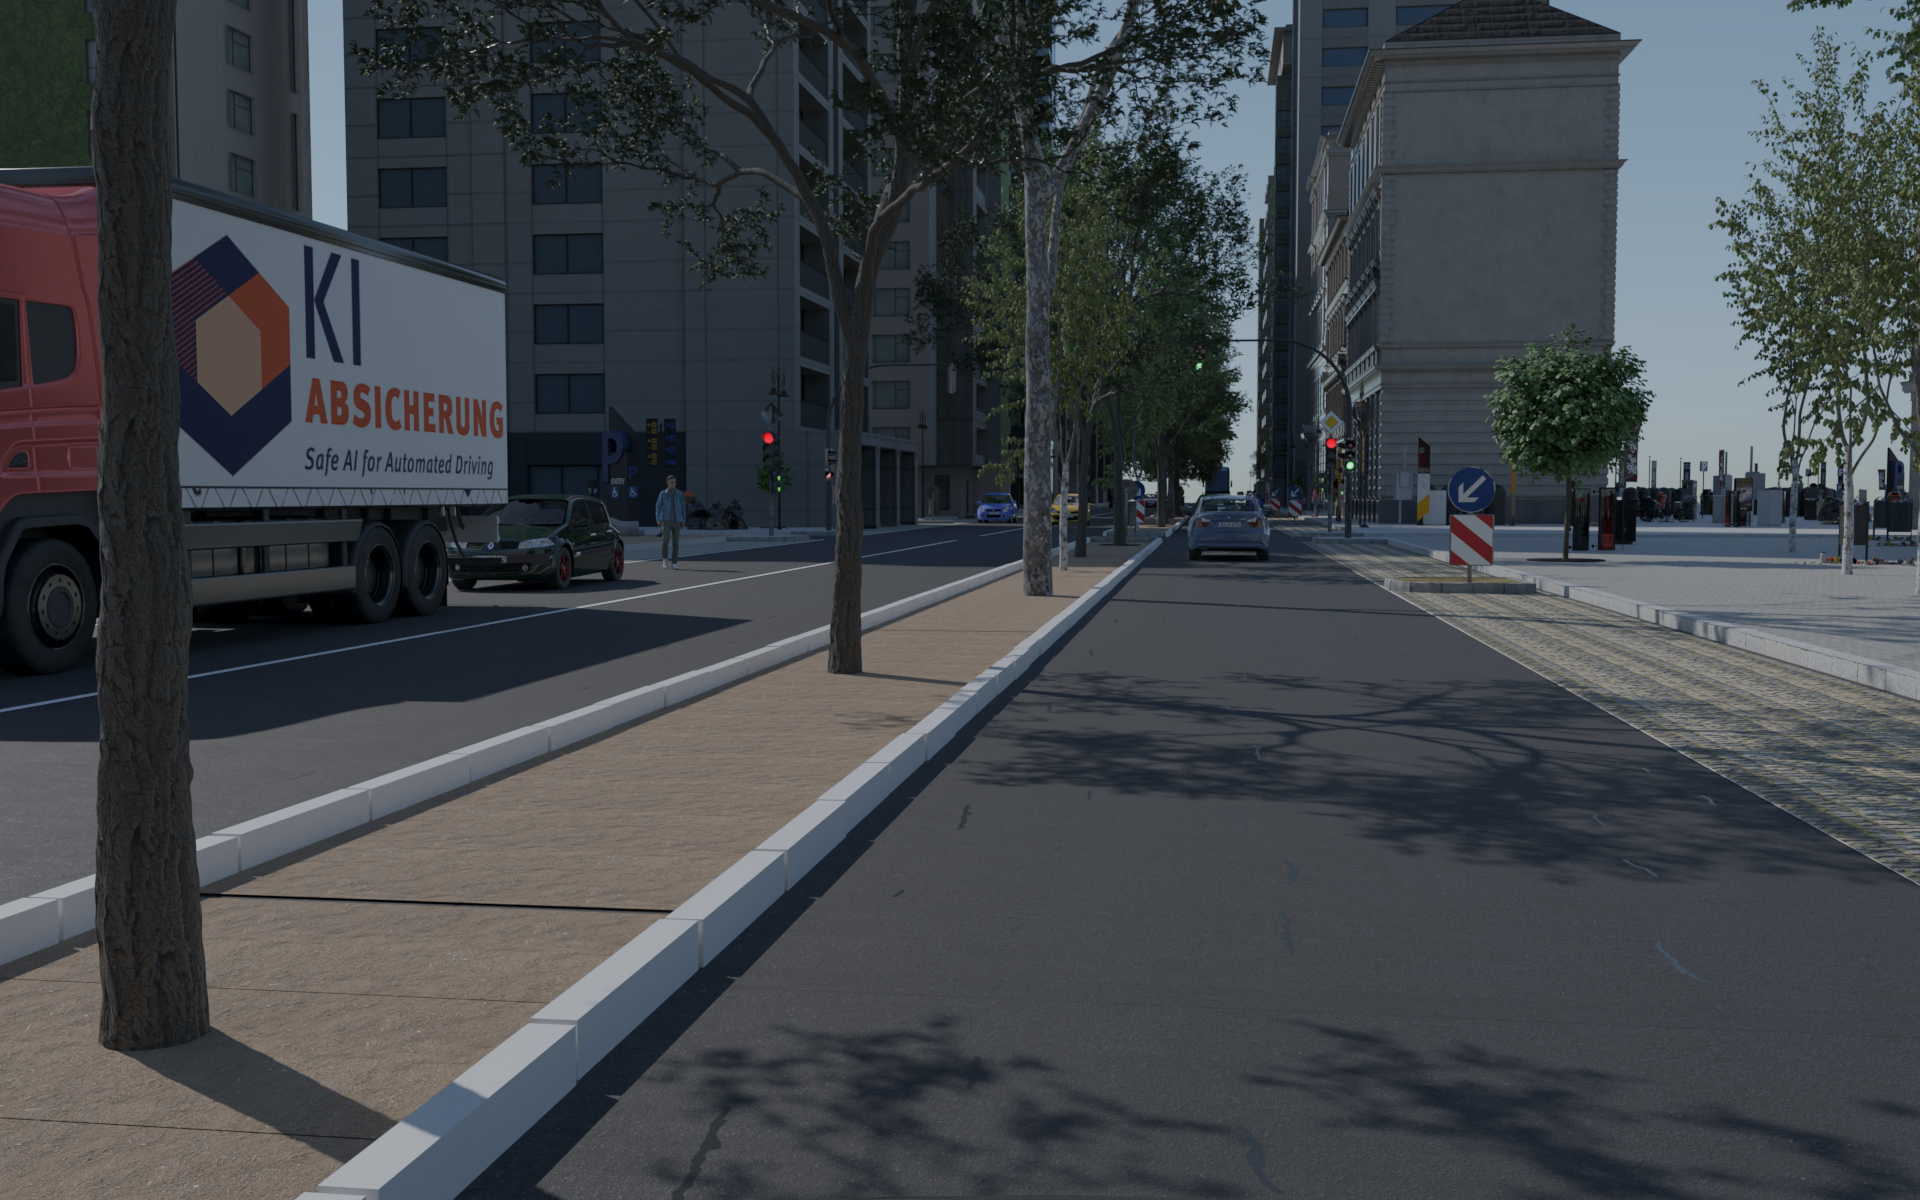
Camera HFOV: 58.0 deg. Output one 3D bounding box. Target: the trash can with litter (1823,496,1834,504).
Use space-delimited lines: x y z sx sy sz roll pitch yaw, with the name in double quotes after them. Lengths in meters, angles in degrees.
45.988 -4.884 91.238 1.055 1.170 0.624 -1 4 -19 "trash can with litter"

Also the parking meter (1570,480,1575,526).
24.739 -3.924 69.864 0.255 1.863 0.399 -3 5 -44 "parking meter"

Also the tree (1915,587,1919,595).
12.286 -4.382 22.004 4.737 8.622 4.395 0 3 0 "tree"

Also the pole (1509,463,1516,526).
22.233 -4.636 69.641 0.158 3.312 0.155 0 3 0 "pole"

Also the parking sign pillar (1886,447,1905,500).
54.214 -6.844 100.375 1.447 3.967 1.447 -3 4 -36 "parking sign pillar"

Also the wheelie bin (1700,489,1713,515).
46.128 -6.051 106.849 0.980 1.594 0.693 -2 4 -24 "wheelie bin"

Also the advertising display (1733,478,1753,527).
30.990 -3.874 68.548 0.974 1.923 0.123 -2 4 -27 "advertising display"

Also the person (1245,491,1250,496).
22.509 -7.712 135.399 0.445 1.727 0.742 1 4 20 "person"

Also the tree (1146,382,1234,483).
15.991 -13.375 127.792 9.857 13.997 8.962 0 3 0 "tree"

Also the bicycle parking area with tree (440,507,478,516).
-14.063 -3.653 46.726 9.016 4.147 8.231 0 4 -2 "bicycle parking area with tree"

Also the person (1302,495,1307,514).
22.369 -6.226 112.514 0.332 1.250 0.352 2 4 25 "person"

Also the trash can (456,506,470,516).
-15.630 -2.598 54.125 0.748 1.137 0.748 0 3 0 "trash can"

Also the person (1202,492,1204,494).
37.196 -15.611 264.460 0.721 1.735 1.217 1 4 10 "person"

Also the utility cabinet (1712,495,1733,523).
33.884 -4.007 76.672 1.020 1.237 0.306 1 4 20 "utility cabinet"

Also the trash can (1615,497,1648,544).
16.980 -1.997 44.302 0.748 1.137 0.748 0 3 0 "trash can"

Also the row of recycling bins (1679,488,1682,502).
44.932 -6.311 110.302 1.069 1.692 3.534 -1 4 -20 "row of recycling bins"

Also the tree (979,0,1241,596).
2.171 -10.052 22.694 12.611 20.169 13.585 0 3 0 "tree"

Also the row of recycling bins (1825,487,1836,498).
60.404 -6.982 121.270 1.069 1.692 3.534 3 5 44 "row of recycling bins"

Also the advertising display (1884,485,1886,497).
62.663 -6.821 116.735 0.123 1.923 0.974 0 4 -5 "advertising display"

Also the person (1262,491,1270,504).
38.781 -12.965 218.735 1.217 1.743 0.721 1 4 20 "person"

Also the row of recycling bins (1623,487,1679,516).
40.274 -5.768 101.412 3.534 1.692 1.069 -2 4 -27 "row of recycling bins"

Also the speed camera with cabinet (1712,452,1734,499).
36.278 -5.315 81.229 2.038 3.252 0.660 -1 4 -23 "speed camera with cabinet"

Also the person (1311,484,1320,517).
19.815 -5.521 96.318 0.555 1.821 0.388 -3 5 -39 "person"

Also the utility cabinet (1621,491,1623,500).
46.880 -6.885 121.254 1.173 1.500 0.318 -1 4 -20 "utility cabinet"

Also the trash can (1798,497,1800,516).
48.787 -5.430 100.436 0.748 1.137 0.748 0 3 0 "trash can"

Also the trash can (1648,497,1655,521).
32.681 -4.328 82.418 0.748 1.137 0.748 0 3 0 "trash can"

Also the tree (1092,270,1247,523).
10.083 -10.025 84.489 7.486 12.596 7.792 0 3 0 "tree"

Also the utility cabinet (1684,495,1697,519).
37.278 -4.721 88.355 0.306 1.237 1.020 0 4 3 "utility cabinet"

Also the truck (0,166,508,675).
-7.851 -1.731 17.217 2.839 4.237 11.283 0 4 8 "truck"

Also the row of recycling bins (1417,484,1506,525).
20.821 -3.961 71.883 3.534 1.692 1.069 1 4 10 "row of recycling bins"

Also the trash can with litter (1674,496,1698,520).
35.950 -4.549 85.771 1.055 1.170 0.624 -1 4 -21 "trash can with litter"

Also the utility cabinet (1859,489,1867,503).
39.346 -4.085 75.475 0.318 1.500 1.173 2 4 29 "utility cabinet"

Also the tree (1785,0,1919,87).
8.095 -5.175 10.363 9.928 11.665 9.643 0 3 0 "tree"

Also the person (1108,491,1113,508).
15.656 -10.417 179.649 0.721 1.723 1.217 -1 4 -15 "person"

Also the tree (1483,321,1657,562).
11.579 -3.022 33.117 4.285 4.588 4.351 0 3 0 "tree"

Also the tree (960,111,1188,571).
1.923 -4.860 32.280 4.737 8.622 4.395 0 3 0 "tree"

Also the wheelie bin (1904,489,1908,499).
61.041 -6.387 112.342 0.980 1.594 0.693 -1 4 -19 "wheelie bin"

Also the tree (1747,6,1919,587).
14.015 -4.698 27.181 4.737 8.622 4.395 0 3 0 "tree"

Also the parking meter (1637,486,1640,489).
50.625 -7.543 129.045 0.399 1.863 0.255 0 4 -4 "parking meter"

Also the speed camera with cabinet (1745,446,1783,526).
32.864 -4.678 70.819 0.660 3.252 2.038 0 4 -3 "speed camera with cabinet"

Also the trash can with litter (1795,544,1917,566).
16.594 -1.250 31.501 1.678 1.210 2.233 -3 4 -36 "trash can with litter"

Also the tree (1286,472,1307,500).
26.586 -8.639 135.850 1.663 3.219 1.824 0 3 0 "tree"

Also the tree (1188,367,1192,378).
6.348 -6.689 62.192 4.737 8.622 4.395 0 3 0 "tree"

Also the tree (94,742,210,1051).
-2.195 -4.100 3.901 8.767 10.594 7.601 1 4 8 "tree"

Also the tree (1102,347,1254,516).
13.813 -11.654 110.011 9.611 12.733 9.660 0 3 0 "tree"

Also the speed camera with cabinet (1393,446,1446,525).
18.858 -4.690 71.010 2.038 3.252 0.660 0 4 2 "speed camera with cabinet"

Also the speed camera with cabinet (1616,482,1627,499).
48.219 -8.147 127.533 0.660 3.252 2.038 -1 4 -13 "speed camera with cabinet"

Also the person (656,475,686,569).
-5.504 -1.477 32.986 0.601 1.785 0.444 -1 4 -19 "person"

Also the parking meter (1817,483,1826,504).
45.918 -5.298 92.334 0.399 1.863 0.255 1 4 20 "parking meter"

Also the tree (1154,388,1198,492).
10.446 -8.429 90.632 4.360 8.622 3.978 0 3 0 "tree"

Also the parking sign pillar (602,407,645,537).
-10.376 -3.938 52.860 1.447 3.967 1.447 3 5 43 "parking sign pillar"

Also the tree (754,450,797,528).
-6.951 -4.329 65.375 1.663 3.219 1.824 0 3 0 "tree"

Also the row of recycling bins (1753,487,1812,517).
50.105 -6.057 106.152 3.534 1.692 1.069 -1 4 -10 "row of recycling bins"

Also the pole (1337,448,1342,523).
16.748 -5.050 76.410 0.158 3.312 0.155 0 3 0 "pole"

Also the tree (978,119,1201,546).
4.323 -7.302 47.599 9.928 11.665 9.643 0 3 0 "tree"

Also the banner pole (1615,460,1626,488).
32.820 -5.882 86.181 0.863 3.779 0.401 -1 4 -18 "banner pole"

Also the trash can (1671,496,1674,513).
42.605 -5.666 104.297 0.748 1.137 0.748 0 3 0 "trash can"

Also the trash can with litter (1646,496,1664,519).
36.550 -4.867 90.957 1.055 1.170 0.624 2 4 25 "trash can with litter"

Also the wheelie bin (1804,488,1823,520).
42.129 -4.746 85.506 0.693 1.594 0.980 -2 4 -34 "wheelie bin"

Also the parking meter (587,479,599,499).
-14.023 -3.699 66.196 0.255 1.863 0.399 2 4 35 "parking meter"
